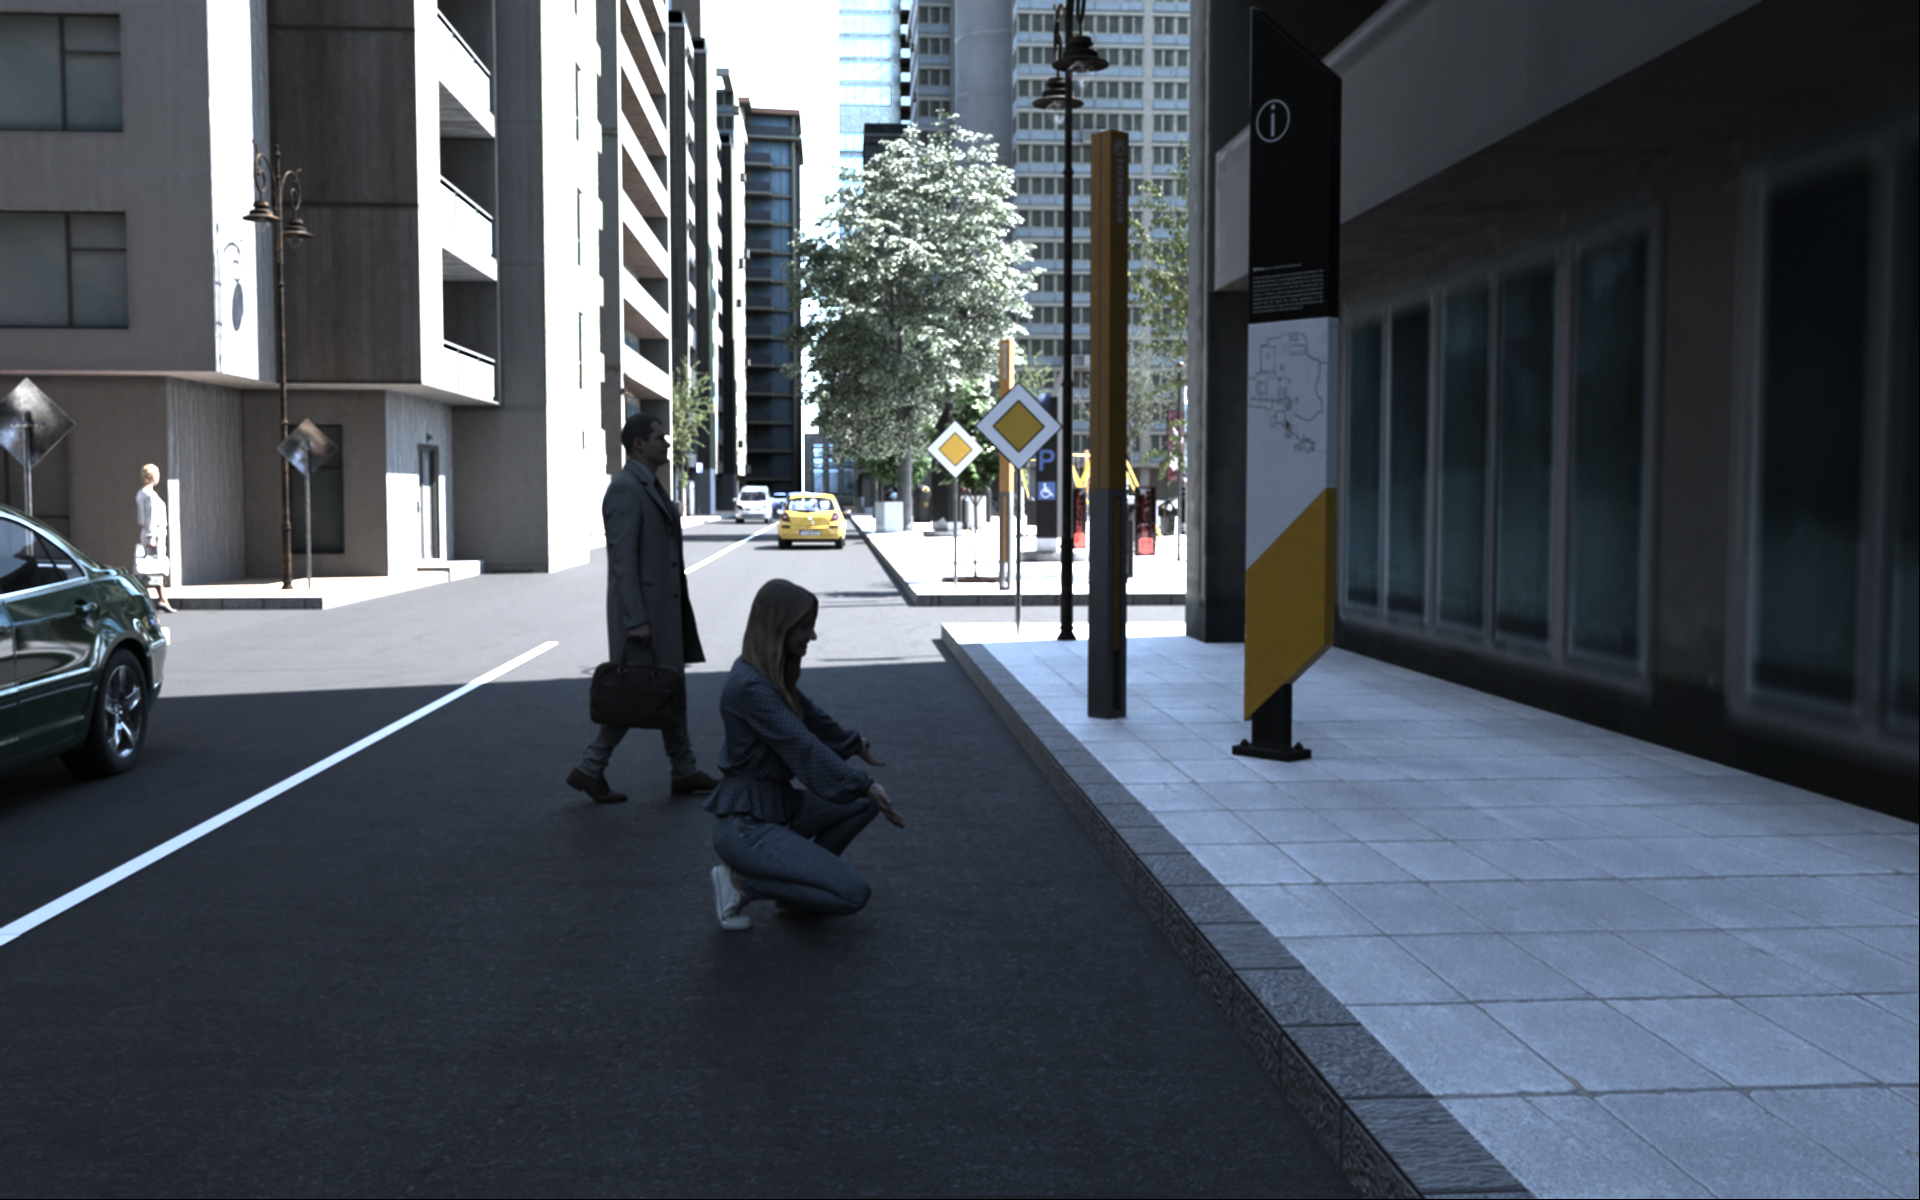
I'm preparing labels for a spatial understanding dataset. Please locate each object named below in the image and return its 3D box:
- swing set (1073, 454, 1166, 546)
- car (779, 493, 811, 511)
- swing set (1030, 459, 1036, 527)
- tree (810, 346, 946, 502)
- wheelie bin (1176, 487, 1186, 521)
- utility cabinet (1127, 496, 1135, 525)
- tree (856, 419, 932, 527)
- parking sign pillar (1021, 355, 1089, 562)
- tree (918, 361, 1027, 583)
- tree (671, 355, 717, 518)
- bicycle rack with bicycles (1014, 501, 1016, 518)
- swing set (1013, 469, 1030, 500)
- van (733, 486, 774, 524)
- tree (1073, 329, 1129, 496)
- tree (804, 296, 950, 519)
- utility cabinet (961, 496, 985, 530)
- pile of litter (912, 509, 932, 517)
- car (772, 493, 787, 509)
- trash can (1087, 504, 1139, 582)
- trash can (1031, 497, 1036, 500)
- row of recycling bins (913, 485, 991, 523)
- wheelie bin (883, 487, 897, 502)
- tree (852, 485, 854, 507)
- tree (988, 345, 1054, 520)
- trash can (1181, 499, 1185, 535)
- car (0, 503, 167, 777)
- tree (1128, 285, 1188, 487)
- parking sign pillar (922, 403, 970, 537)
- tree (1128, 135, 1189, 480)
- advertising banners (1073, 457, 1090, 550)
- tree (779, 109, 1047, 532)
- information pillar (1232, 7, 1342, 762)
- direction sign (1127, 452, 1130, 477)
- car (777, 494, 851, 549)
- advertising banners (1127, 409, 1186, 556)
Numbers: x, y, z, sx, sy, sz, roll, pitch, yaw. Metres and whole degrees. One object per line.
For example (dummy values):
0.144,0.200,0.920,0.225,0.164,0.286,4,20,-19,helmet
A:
3.714,-2.821,43.751,2.862,2.851,3.119,0,4,3,swing set
-7.652,-4.470,82.668,1.945,1.707,3.694,0,4,-6,car
4.898,-4.342,68.608,2.862,2.851,3.119,2,4,31,swing set
-4.485,-10.106,99.649,8.767,10.594,7.601,-2,4,-24,tree
10.172,-4.271,77.734,0.980,1.594,0.693,1,4,9,wheelie bin
4.352,-2.149,46.296,1.020,1.237,0.306,-2,4,-24,utility cabinet
-2.335,-5.140,67.757,4.285,4.588,4.351,0,3,0,tree
1.810,-2.727,33.064,1.447,3.967,1.447,1,4,17,parking sign pillar
0.117,-1.886,25.437,1.663,3.219,1.824,0,3,0,tree
-14.751,-8.597,90.926,4.737,8.622,4.395,0,3,0,tree
3.381,-4.834,92.415,2.852,0.926,2.925,2,4,30,bicycle rack with bicycles
3.633,-4.916,77.999,3.119,2.851,2.862,3,4,37,swing set
-10.148,-4.791,85.338,2.013,2.044,4.112,0,4,-4,van
6.923,-7.487,72.771,4.360,8.622,3.978,0,3,0,tree
-4.290,-10.034,89.809,9.928,11.665,9.643,0,3,0,tree
0.392,-3.118,62.144,1.020,1.237,0.306,0,4,7,utility cabinet
-1.845,-5.166,98.429,1.719,0.858,1.176,3,4,36,pile of litter
-16.820,-9.296,161.581,1.945,1.707,3.694,0,4,-4,car
2.227,-0.829,25.206,0.748,1.137,0.748,0,3,0,trash can
4.131,-5.256,97.589,0.748,1.137,0.748,0,3,0,trash can
-0.355,-4.288,77.214,3.534,1.692,1.069,0,4,2,row of recycling bins
-3.153,-4.451,80.678,0.980,1.594,0.693,3,5,43,wheelie bin
-10.378,-11.095,176.003,1.663,3.219,1.824,0,3,0,tree
2.838,-8.219,84.737,4.737,8.622,4.395,0,3,0,tree
7.204,-2.630,54.648,0.748,1.137,0.748,0,3,0,trash can
-5.084,0.265,7.459,2.131,1.459,4.920,0,4,-4,car
8.275,-6.608,58.396,4.360,8.622,3.978,0,3,0,tree
-0.414,-3.870,51.749,1.447,3.967,1.447,-1,4,-23,parking sign pillar
4.521,-4.764,28.247,4.737,8.622,4.395,0,3,0,tree
2.723,-2.683,40.055,2.074,3.025,0.090,-3,5,-40,advertising banners
-1.961,-9.304,58.782,9.857,13.997,8.962,0,3,0,tree
1.578,-1.036,8.297,0.183,3.616,0.504,-3,5,-42,information pillar
9.022,-6.232,93.892,0.379,3.537,0.876,-1,4,-19,direction sign
-3.951,-2.222,46.549,2.015,1.641,3.980,0,4,-3,car
3.795,-2.416,35.684,2.074,3.025,0.090,-1,4,-20,advertising banners
